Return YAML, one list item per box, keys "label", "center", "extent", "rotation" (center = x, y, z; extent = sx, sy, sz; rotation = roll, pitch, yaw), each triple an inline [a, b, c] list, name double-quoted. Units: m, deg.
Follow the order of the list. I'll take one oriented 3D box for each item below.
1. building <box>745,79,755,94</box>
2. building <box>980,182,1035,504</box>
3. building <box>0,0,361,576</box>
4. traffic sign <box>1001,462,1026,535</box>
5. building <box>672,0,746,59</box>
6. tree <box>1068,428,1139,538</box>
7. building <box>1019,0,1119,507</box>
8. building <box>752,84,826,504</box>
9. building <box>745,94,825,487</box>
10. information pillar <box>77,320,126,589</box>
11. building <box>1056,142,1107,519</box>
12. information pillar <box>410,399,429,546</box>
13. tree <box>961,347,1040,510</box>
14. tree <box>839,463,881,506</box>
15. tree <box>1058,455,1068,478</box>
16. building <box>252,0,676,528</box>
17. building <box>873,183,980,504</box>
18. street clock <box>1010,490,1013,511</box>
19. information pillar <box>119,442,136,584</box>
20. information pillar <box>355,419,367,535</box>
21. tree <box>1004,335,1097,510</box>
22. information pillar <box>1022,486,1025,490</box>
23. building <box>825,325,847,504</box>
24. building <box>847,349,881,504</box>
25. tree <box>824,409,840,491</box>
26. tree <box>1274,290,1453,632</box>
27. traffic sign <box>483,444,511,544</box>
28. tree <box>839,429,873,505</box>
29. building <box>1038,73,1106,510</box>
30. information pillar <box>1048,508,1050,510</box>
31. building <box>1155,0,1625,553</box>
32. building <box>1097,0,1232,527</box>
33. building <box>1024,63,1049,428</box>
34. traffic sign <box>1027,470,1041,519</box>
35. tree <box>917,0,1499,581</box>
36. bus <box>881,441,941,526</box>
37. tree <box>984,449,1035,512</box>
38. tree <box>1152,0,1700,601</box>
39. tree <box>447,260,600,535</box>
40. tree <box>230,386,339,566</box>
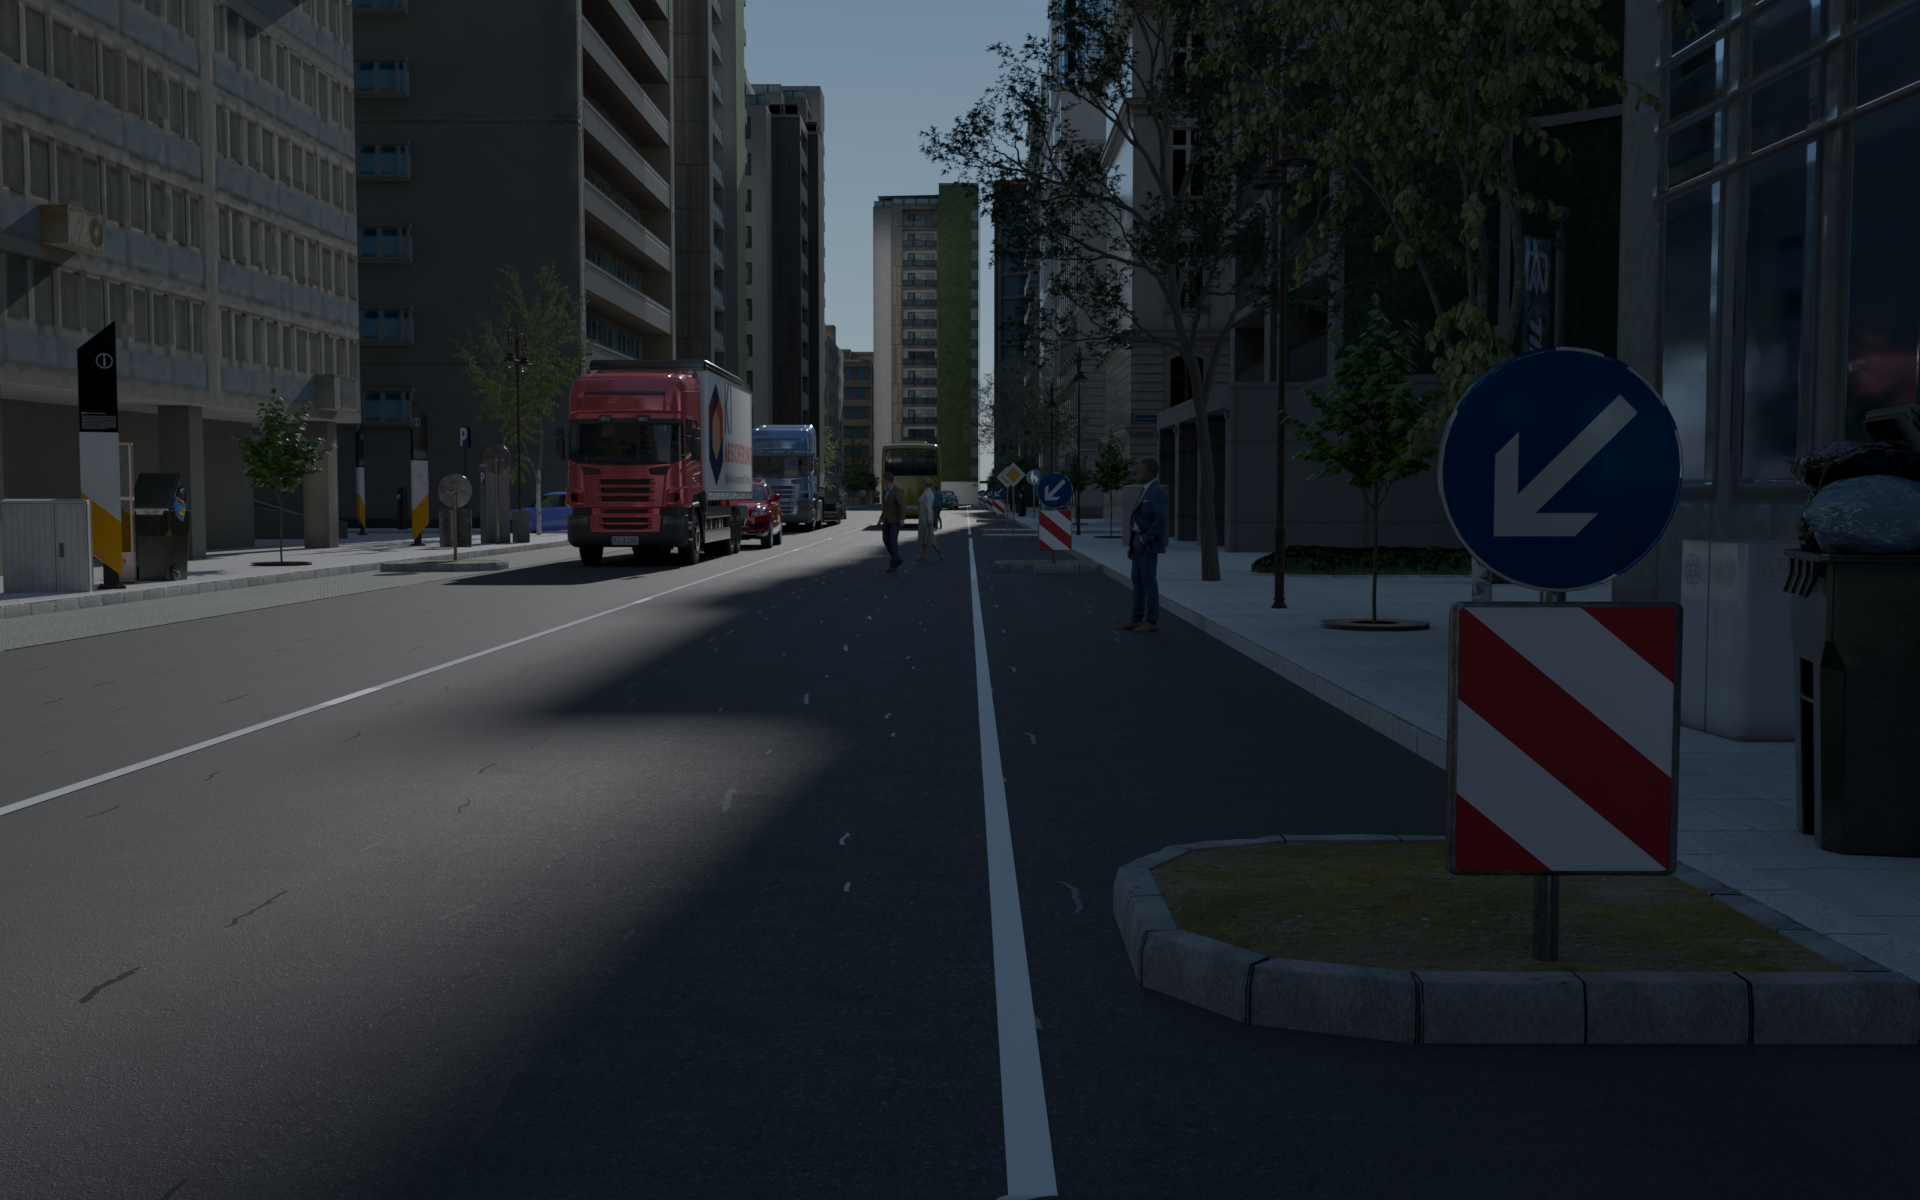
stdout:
- label: "building"
  center: [-29.925, -27.972, 149.223]
  extent: [32.217, 40.220, 23.993]
  rotation: [0, 4, 0]
- label: "building"
  center: [17.083, -35.381, 233.101]
  extent: [28.867, 44.769, 22.147]
  rotation: [0, 4, 0]
- label: "building"
  center: [-26.135, -20.966, 34.671]
  extent: [23.993, 40.220, 32.217]
  rotation: [0, 4, 0]
- label: "traffic sign"
  center: [1.674, -3.107, 54.447]
  extent: [0.795, 2.450, 0.064]
  rotation: [0, 4, 0]
- label: "building"
  center: [-20.882, -25.831, 105.933]
  extent: [14.154, 41.232, 14.086]
  rotation: [0, 4, 0]
- label: "tree"
  center: [4.309, -3.425, 50.607]
  extent: [1.663, 3.219, 1.824]
  rotation: [0, 3, 0]
- label: "building"
  center: [17.182, -52.034, 163.428]
  extent: [22.319, 86.520, 31.000]
  rotation: [0, 4, 0]
- label: "building"
  center: [-20.669, -29.664, 168.593]
  extent: [14.154, 41.232, 14.086]
  rotation: [0, 4, 0]
- label: "building"
  center: [-17.675, -21.835, 128.711]
  extent: [14.160, 30.474, 14.107]
  rotation: [0, 4, 0]
- label: "information pillar"
  center: [-11.557, -1.954, 23.295]
  extent: [0.504, 3.616, 0.183]
  rotation: [-2, 4, -32]
- label: "building"
  center: [10.710, -15.216, 97.933]
  extent: [9.793, 20.994, 18.267]
  rotation: [0, 4, 0]
- label: "information pillar"
  center: [-13.361, -3.145, 42.784]
  extent: [0.183, 3.616, 0.504]
  rotation: [2, 4, 30]
- label: "tree"
  center: [5.118, -14.285, 143.928]
  extent: [12.009, 13.543, 11.850]
  rotation: [0, 3, 0]
- label: "tree"
  center: [-11.371, -12.326, 185.237]
  extent: [4.285, 4.588, 4.351]
  rotation: [0, 3, 0]
- label: "tree"
  center: [4.810, -4.781, 72.769]
  extent: [1.663, 3.219, 1.824]
  rotation: [0, 3, 0]
- label: "building"
  center: [-24.652, -27.516, 73.594]
  extent: [21.300, 48.544, 21.600]
  rotation: [0, 4, 0]
- label: "building"
  center: [-4.407, -33.418, 229.976]
  extent: [14.086, 41.232, 14.154]
  rotation: [0, 4, 0]
- label: "street clock"
  center: [3.926, -7.715, 130.713]
  extent: [0.471, 2.002, 0.358]
  rotation: [0, 4, 6]
- label: "information pillar"
  center: [-11.940, -1.235, 24.680]
  extent: [0.304, 2.012, 0.304]
  rotation: [-1, 4, -21]
- label: "information pillar"
  center: [-18.633, -3.821, 53.820]
  extent: [0.183, 3.616, 0.504]
  rotation: [0, 4, 0]
- label: "tree"
  center: [4.134, -8.000, 81.165]
  extent: [4.360, 8.622, 3.978]
  rotation: [0, 3, 0]
- label: "information pillar"
  center: [4.828, -8.612, 132.159]
  extent: [0.183, 3.616, 0.504]
  rotation: [1, 4, 16]
- label: "building"
  center: [-28.760, -21.652, 199.046]
  extent: [28.899, 21.520, 27.650]
  rotation: [0, 4, 0]
- label: "building"
  center: [-25.881, -23.911, 235.979]
  extent: [28.899, 21.520, 27.650]
  rotation: [0, 4, 0]
- label: "tree"
  center: [-11.733, -11.687, 141.441]
  extent: [4.360, 8.622, 3.978]
  rotation: [0, 3, 0]
- label: "tree"
  center: [3.849, -1.343, 16.567]
  extent: [1.663, 3.219, 1.824]
  rotation: [0, 3, 0]
- label: "traffic sign"
  center: [-11.831, -2.699, 44.241]
  extent: [0.768, 2.556, 0.104]
  rotation: [1, 4, 10]
- label: "tree"
  center: [-11.530, -14.935, 194.548]
  extent: [4.737, 8.622, 4.395]
  rotation: [0, 3, 0]
- label: "building"
  center: [11.658, -21.094, 122.376]
  extent: [11.434, 29.767, 29.804]
  rotation: [0, 4, 0]
- label: "information pillar"
  center: [4.108, -4.406, 76.534]
  extent: [0.304, 2.012, 0.304]
  rotation: [2, 4, 30]
- label: "building"
  center: [16.138, -36.823, 40.316]
  extent: [20.563, 71.187, 20.611]
  rotation: [0, 4, 0]
- label: "building"
  center: [23.312, -15.340, 69.889]
  extent: [34.723, 24.649, 14.460]
  rotation: [0, 4, 0]
- label: "building"
  center: [18.681, -35.239, 195.773]
  extent: [23.786, 49.044, 30.456]
  rotation: [0, 4, 0]
- label: "traffic sign"
  center: [3.851, -5.499, 90.013]
  extent: [0.768, 2.556, 0.104]
  rotation: [0, 4, 3]
- label: "tree"
  center: [3.705, -5.582, 25.673]
  extent: [8.767, 10.594, 7.601]
  rotation: [0, 4, -6]
- label: "bus"
  center: [-2.219, -5.381, 79.528]
  extent: [2.896, 3.916, 12.252]
  rotation: [0, 4, -1]
- label: "tree"
  center: [3.856, -8.713, 126.165]
  extent: [4.285, 4.588, 4.351]
  rotation: [0, 3, 0]
- label: "tree"
  center: [3.456, -3.774, 12.070]
  extent: [4.737, 8.622, 4.395]
  rotation: [0, 3, 0]
- label: "tree"
  center: [-13.412, -6.334, 53.931]
  extent: [4.737, 8.622, 4.395]
  rotation: [0, 3, 0]
- label: "tree"
  center: [-12.356, -2.240, 31.225]
  extent: [1.663, 3.219, 1.824]
  rotation: [0, 3, 0]
